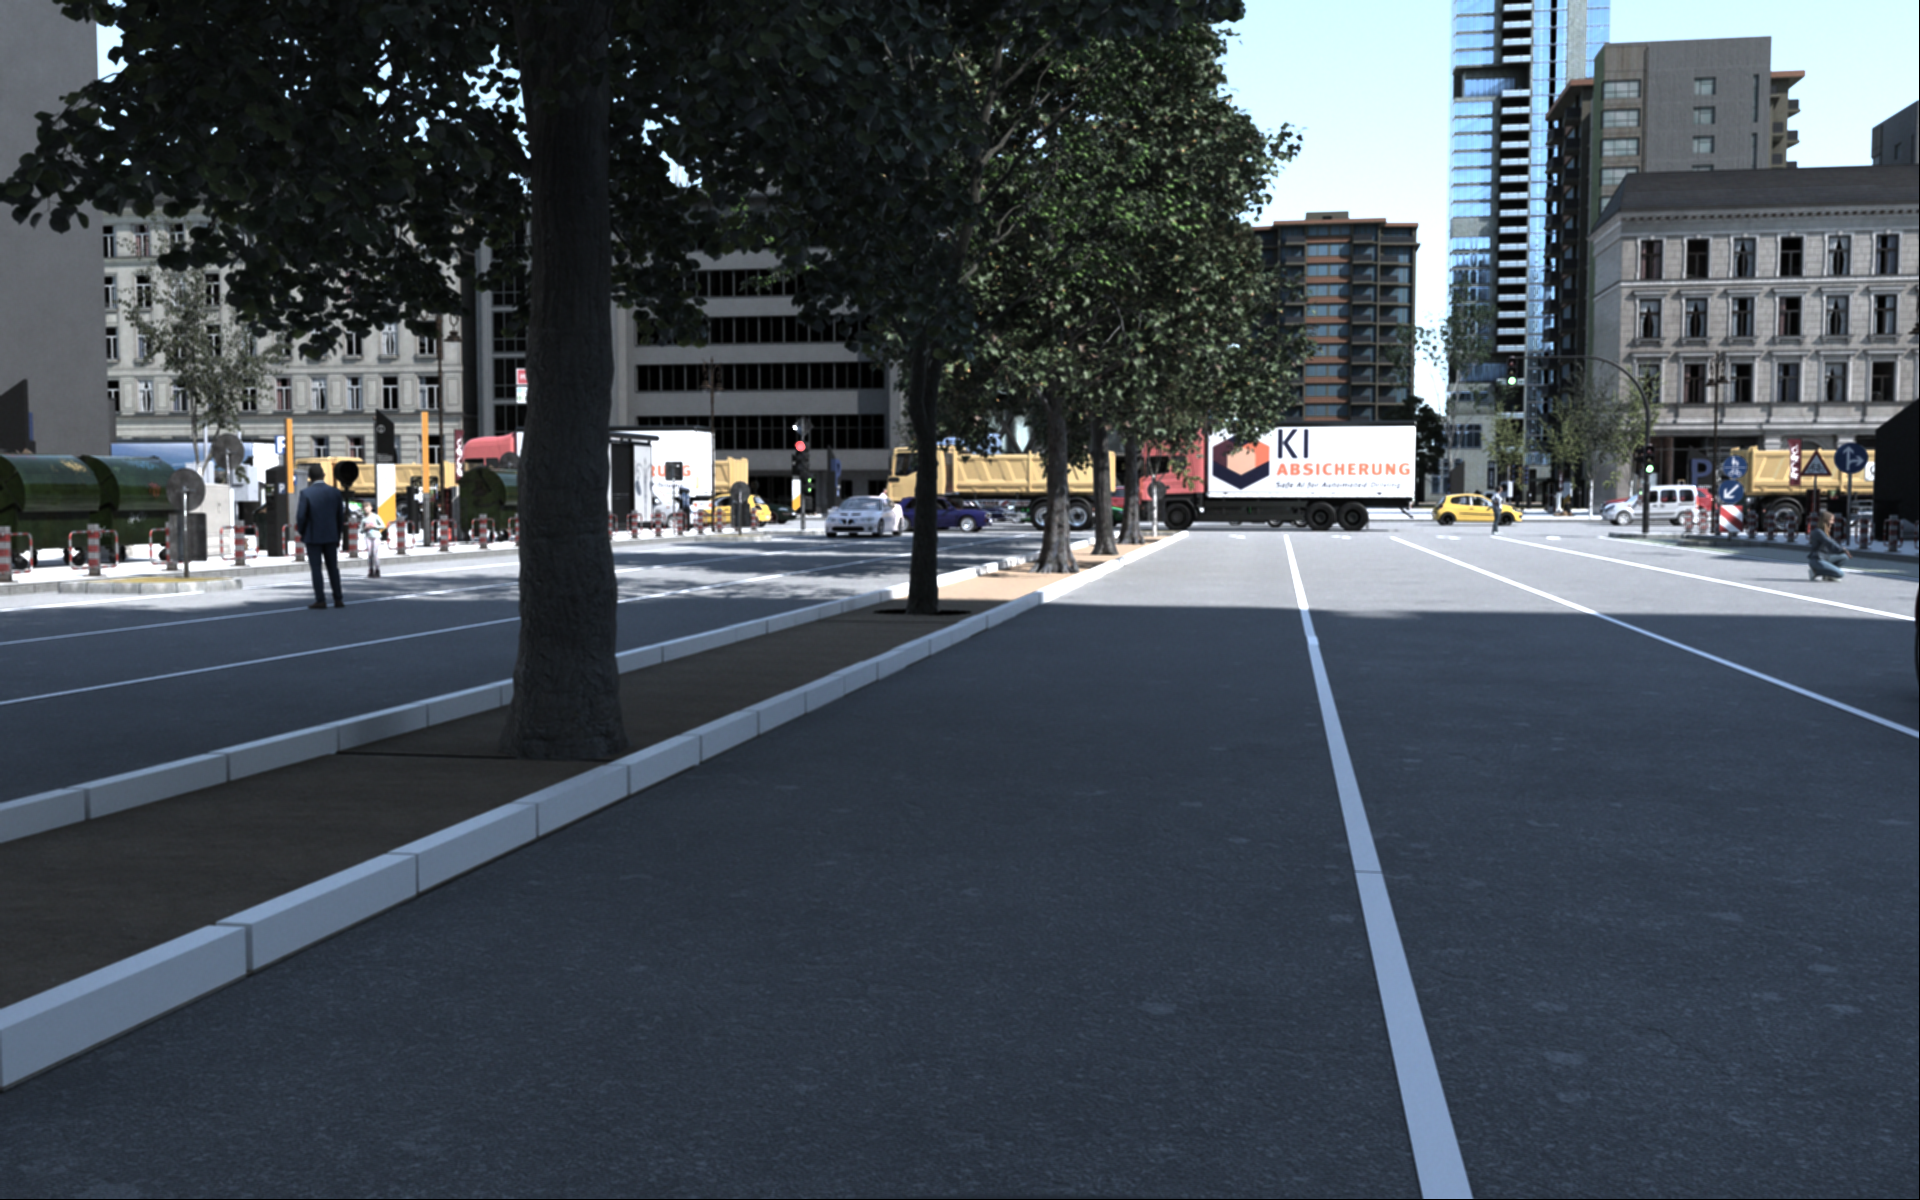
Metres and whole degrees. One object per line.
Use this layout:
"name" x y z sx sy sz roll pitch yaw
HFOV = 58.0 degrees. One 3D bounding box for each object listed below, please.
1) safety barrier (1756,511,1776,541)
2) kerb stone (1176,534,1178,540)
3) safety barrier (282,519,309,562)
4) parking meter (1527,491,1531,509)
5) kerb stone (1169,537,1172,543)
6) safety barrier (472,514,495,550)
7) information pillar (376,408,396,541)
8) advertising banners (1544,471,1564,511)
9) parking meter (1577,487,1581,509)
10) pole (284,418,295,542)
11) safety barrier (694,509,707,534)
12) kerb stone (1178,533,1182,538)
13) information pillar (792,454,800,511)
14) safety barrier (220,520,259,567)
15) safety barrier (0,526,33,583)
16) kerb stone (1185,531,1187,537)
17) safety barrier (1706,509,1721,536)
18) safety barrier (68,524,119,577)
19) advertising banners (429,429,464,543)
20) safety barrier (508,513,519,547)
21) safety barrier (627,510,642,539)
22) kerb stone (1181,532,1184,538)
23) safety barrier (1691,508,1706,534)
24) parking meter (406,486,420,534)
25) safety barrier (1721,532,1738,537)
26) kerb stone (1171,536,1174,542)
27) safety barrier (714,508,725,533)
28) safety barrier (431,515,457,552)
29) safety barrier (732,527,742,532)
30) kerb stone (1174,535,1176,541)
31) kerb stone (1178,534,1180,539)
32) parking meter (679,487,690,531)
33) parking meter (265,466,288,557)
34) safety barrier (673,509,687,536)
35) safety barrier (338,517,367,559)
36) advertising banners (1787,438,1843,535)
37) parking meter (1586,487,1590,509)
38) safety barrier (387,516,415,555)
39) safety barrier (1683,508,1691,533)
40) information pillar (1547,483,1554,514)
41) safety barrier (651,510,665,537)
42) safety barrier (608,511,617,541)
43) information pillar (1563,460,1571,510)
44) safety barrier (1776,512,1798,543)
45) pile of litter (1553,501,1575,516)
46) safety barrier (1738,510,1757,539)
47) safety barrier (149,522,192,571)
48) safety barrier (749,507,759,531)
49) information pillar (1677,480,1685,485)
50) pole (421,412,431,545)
"safety barrier" 22.275 -2.037 47.580 0.300 0.817 1.120 1 4 10
"kerb stone" 6.426 -1.841 52.316 0.120 0.150 1.000 1 4 10
"safety barrier" -12.427 -1.120 32.594 0.300 0.817 1.120 1 4 10
"parking meter" 48.827 -8.575 148.603 0.372 1.533 0.369 0 3 0
"kerb stone" 5.866 -1.656 49.263 0.120 0.150 1.000 1 4 10
"safety barrier" -11.050 -1.582 40.148 0.300 0.817 1.120 1 4 10
"information pillar" -15.705 -3.425 47.351 0.504 3.616 0.183 0 4 3
"advertising banners" 45.040 -8.269 131.381 0.090 3.025 2.074 -1 4 -22
"parking meter" 53.218 -8.760 148.940 0.255 1.863 0.399 3 4 39
"pole" -18.108 -3.238 46.783 0.158 3.312 0.155 0 3 0
"safety barrier" -8.283 -2.508 55.276 0.300 0.817 1.120 1 4 10
"kerb stone" 6.801 -1.966 54.345 0.120 0.150 1.000 1 4 10
"information pillar" -9.478 -6.647 100.039 0.504 3.616 0.183 -1 4 -12
"safety barrier" -12.771 -1.005 30.708 0.300 0.817 1.120 1 4 10
"safety barrier" -13.803 -0.658 25.030 0.300 0.817 1.120 1 4 10
"kerb stone" 7.355 -2.152 57.377 0.120 0.150 1.000 1 4 10
"safety barrier" 23.308 -2.384 53.251 0.300 0.817 1.120 1 4 10
"safety barrier" -13.461 -0.774 26.922 0.300 0.817 1.120 1 4 10
"advertising banners" -13.681 -3.051 46.069 0.090 3.025 2.074 1 4 13
"safety barrier" -10.707 -1.698 42.036 0.300 0.817 1.120 1 4 10
"safety barrier" -9.320 -2.161 49.611 0.300 0.817 1.120 1 4 10
"kerb stone" 6.981 -2.028 55.356 0.120 0.150 1.000 1 4 10
"safety barrier" 23.651 -2.499 55.137 0.300 0.817 1.120 1 4 10
"parking meter" -17.568 -2.888 55.625 0.372 1.533 0.369 0 3 0
"safety barrier" 22.965 -2.268 51.365 0.300 0.817 1.120 1 4 10
"kerb stone" 6.057 -1.718 50.287 0.120 0.150 1.000 1 4 10
"safety barrier" -7.940 -2.624 57.170 0.300 0.817 1.120 1 4 10
"safety barrier" -11.393 -1.467 38.255 0.300 0.817 1.120 1 4 10
"safety barrier" -7.598 -2.739 59.056 0.300 0.817 1.120 1 4 10
"kerb stone" 6.243 -1.769 51.300 0.120 0.150 1.000 1 4 10
"kerb stone" 6.608 -1.898 53.333 0.120 0.150 1.000 1 4 10
"parking meter" -9.479 -3.131 59.601 0.372 1.533 0.369 0 3 0
"parking meter" -13.944 -1.812 35.335 0.255 1.863 0.399 1 4 16
"safety barrier" -8.628 -2.392 53.391 0.300 0.817 1.120 1 4 10
"safety barrier" -12.078 -1.236 34.479 0.300 0.817 1.120 1 4 10
"advertising banners" 27.009 -3.582 54.754 2.074 3.025 0.090 -1 4 -13
"parking meter" 53.652 -8.701 147.979 0.255 1.863 0.399 2 4 27
"safety barrier" -11.739 -1.351 36.369 0.300 0.817 1.120 1 4 10
"safety barrier" 23.999 -2.615 57.034 0.300 0.817 1.120 1 4 10
"information pillar" 39.013 -6.717 114.317 0.304 2.012 0.304 1 4 12
"safety barrier" -8.974 -2.277 51.505 0.300 0.817 1.120 1 4 10
"safety barrier" -9.665 -2.046 47.720 0.300 0.817 1.120 1 4 10
"information pillar" 41.440 -7.762 118.268 0.504 3.616 0.183 3 4 36
"safety barrier" 21.928 -1.922 45.695 0.300 0.817 1.120 1 4 10
"pile of litter" 35.082 -5.296 100.552 1.176 0.858 1.719 0 4 8
"safety barrier" 22.623 -2.152 49.466 0.300 0.817 1.120 1 4 10
"safety barrier" -13.116 -0.889 28.808 0.300 0.817 1.120 1 4 10
"safety barrier" -7.257 -2.854 60.942 0.300 0.817 1.120 1 4 10
"information pillar" 37.155 -5.190 89.340 0.304 2.012 0.304 0 4 4
"pole" -13.248 -3.003 42.942 0.158 3.312 0.155 0 3 0
